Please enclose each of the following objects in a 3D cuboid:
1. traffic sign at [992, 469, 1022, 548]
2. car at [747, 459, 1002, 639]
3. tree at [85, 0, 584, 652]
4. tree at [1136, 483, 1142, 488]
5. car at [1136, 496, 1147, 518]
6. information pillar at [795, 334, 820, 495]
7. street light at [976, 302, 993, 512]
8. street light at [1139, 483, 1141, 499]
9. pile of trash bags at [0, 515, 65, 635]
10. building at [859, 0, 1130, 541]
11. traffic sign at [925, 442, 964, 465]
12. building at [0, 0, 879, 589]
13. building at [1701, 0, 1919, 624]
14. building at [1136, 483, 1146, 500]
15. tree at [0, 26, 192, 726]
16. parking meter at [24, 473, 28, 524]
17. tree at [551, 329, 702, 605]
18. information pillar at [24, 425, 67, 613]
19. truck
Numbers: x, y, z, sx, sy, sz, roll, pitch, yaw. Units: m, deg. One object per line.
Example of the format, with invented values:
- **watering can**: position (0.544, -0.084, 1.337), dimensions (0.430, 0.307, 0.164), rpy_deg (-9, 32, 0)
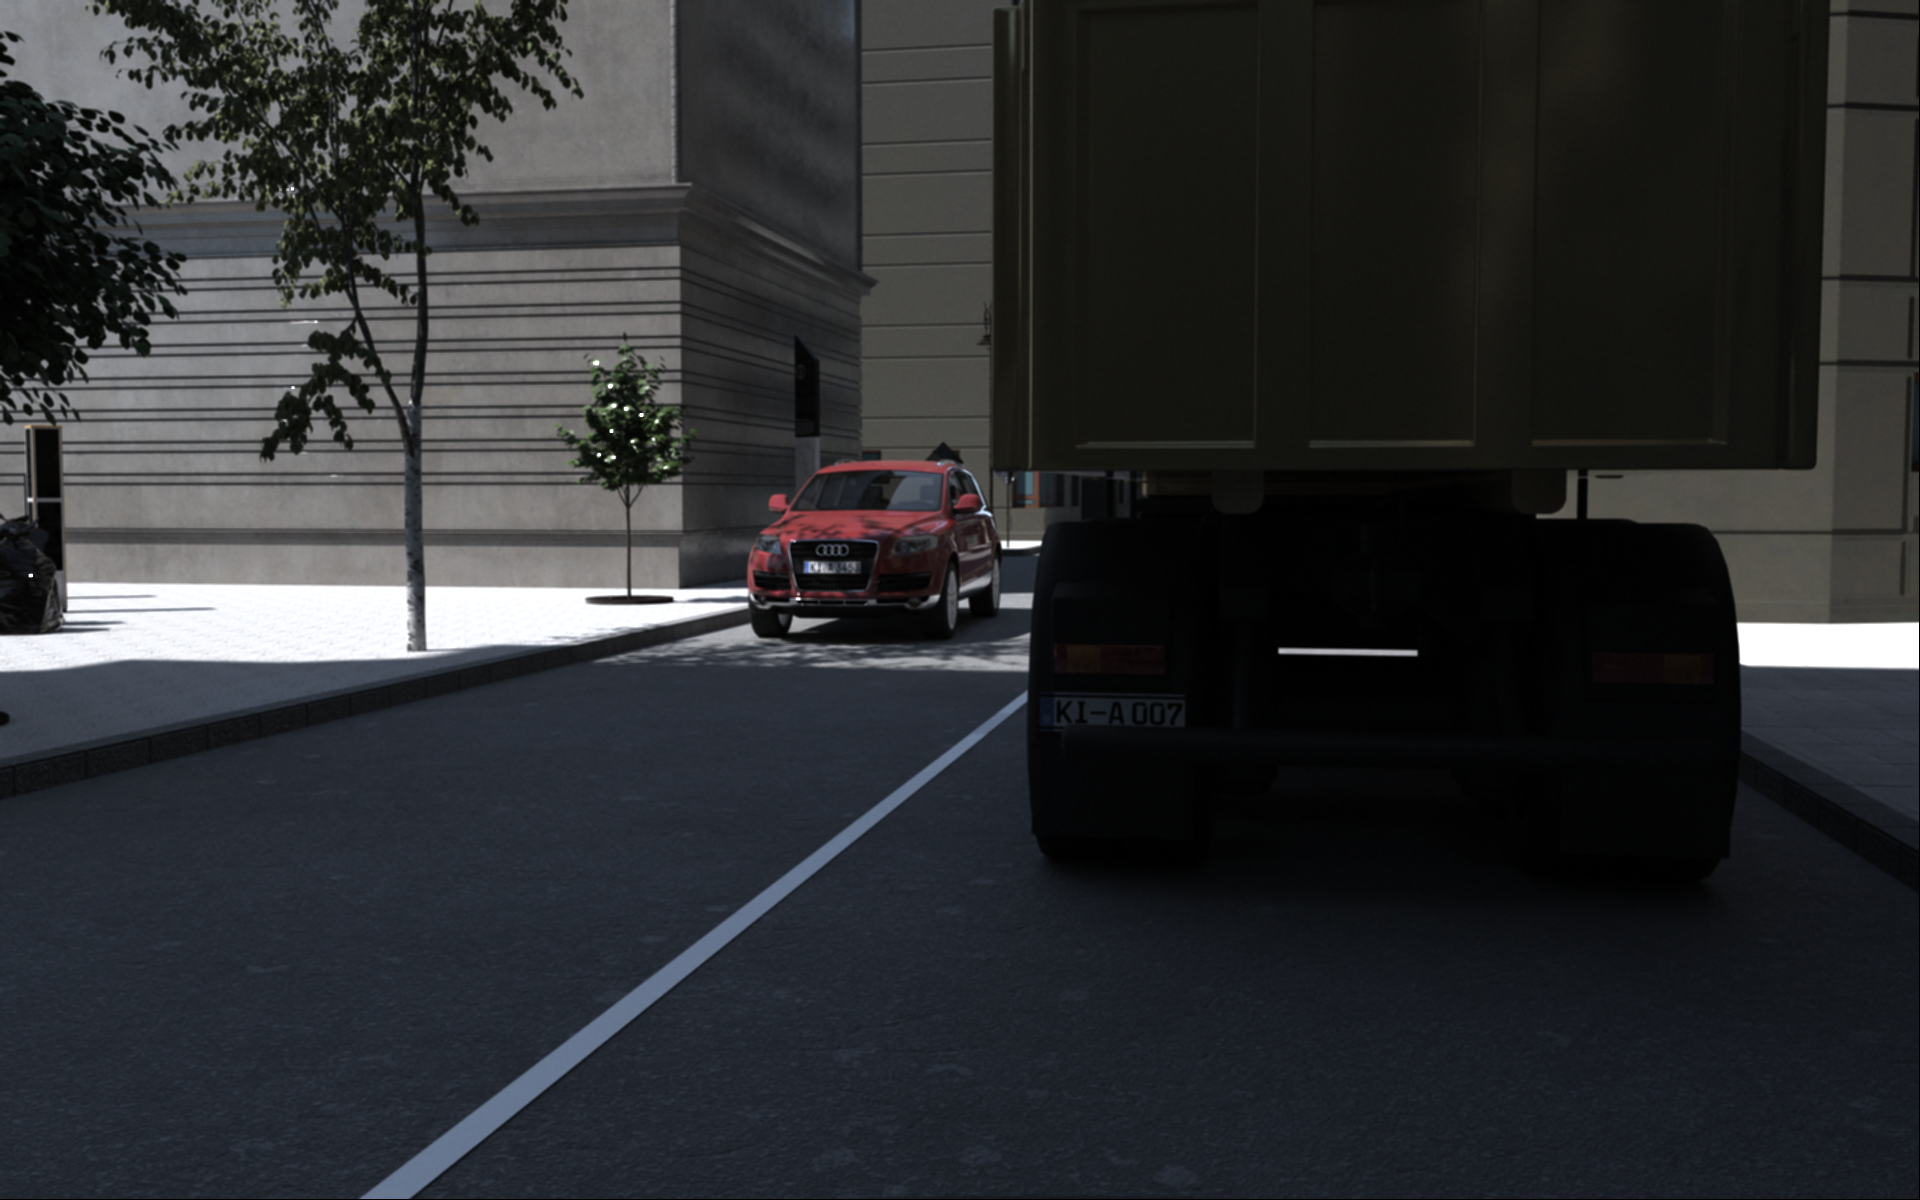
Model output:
- **traffic sign**: position (1.149, -2.303, 41.298), dimensions (0.795, 2.450, 0.064), rpy_deg (1, 4, 11)
- **car**: position (-0.794, -0.625, 18.899), dimensions (2.281, 1.827, 5.304), rpy_deg (1, 4, 9)
- **tree**: position (-4.685, -3.886, 13.900), dimensions (4.737, 8.622, 4.395), rpy_deg (0, 3, 0)
- **tree**: position (8.123, -7.926, 79.954), dimensions (4.737, 8.622, 4.395), rpy_deg (0, 3, 0)
- **car**: position (7.545, -3.243, 65.033), dimensions (2.014, 1.417, 4.499), rpy_deg (1, 4, 9)
- **information pillar**: position (-2.233, -2.074, 25.259), dimensions (0.183, 3.616, 0.504), rpy_deg (-3, 5, -43)
- **street light**: position (0.749, -4.207, 41.575), dimensions (0.468, 5.910, 1.993), rpy_deg (1, 4, 11)
- **street light**: position (8.696, -6.775, 83.556), dimensions (0.468, 5.910, 1.993), rpy_deg (1, 4, 11)
- **pile of trash bags**: position (-10.176, -0.392, 16.160), dimensions (3.447, 1.369, 1.912), rpy_deg (-1, 4, -13)
- **building**: position (-8.590, -13.353, 63.368), dimensions (27.650, 21.520, 28.899), rpy_deg (1, 4, 11)
- **traffic sign**: position (-0.326, -1.823, 33.450), dimensions (0.795, 2.450, 0.064), rpy_deg (1, 4, 11)
- **building**: position (-12.432, -11.812, 29.285), dimensions (21.152, 22.565, 11.583), rpy_deg (1, 4, 11)
- **building**: position (18.427, -10.029, 9.020), dimensions (27.650, 21.520, 28.899), rpy_deg (1, 4, 11)
- **building**: position (0.171, -33.989, 97.722), dimensions (21.231, 58.520, 28.212), rpy_deg (1, 4, 11)
- **tree**: position (-6.091, -1.566, 9.313), dimensions (4.285, 4.588, 4.351), rpy_deg (0, 3, 0)
- **parking meter**: position (-11.244, -0.785, 21.241), dimensions (0.372, 1.533, 0.369), rpy_deg (0, 3, 0)
- **tree**: position (-4.023, -1.576, 20.370), dimensions (1.663, 3.219, 1.824), rpy_deg (0, 3, 0)
- **information pillar**: position (-9.869, -0.869, 18.703), dimensions (0.304, 2.012, 0.304), rpy_deg (-3, 5, -40)
- **truck**: position (2.181, -0.871, 10.158), dimensions (3.469, 3.379, 9.791), rpy_deg (1, 4, 10)
